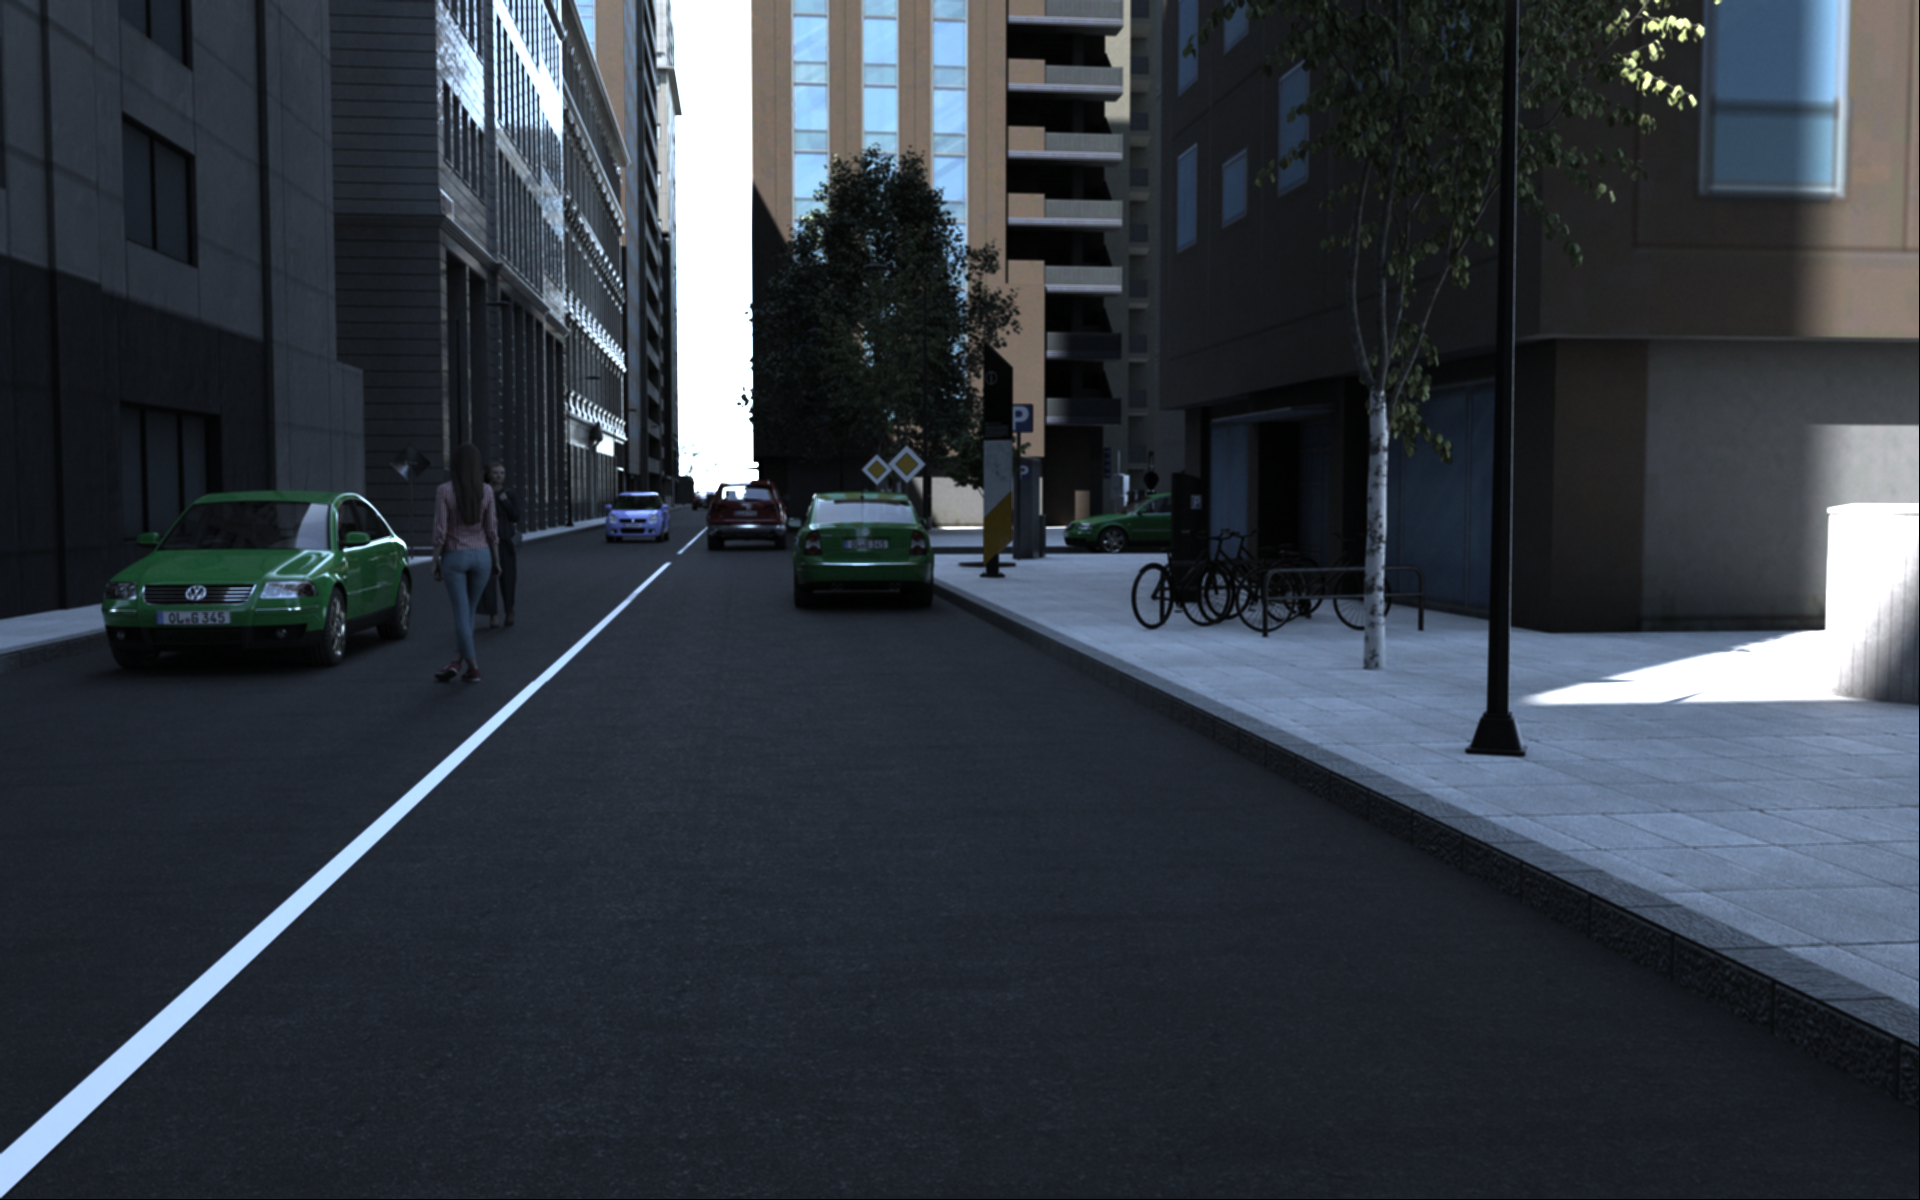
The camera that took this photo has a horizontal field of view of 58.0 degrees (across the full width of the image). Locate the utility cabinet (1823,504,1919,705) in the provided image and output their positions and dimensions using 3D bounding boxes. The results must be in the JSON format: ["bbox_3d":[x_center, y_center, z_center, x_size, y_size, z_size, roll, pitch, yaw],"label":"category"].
[{"bbox_3d":[5.879,0.031,10.654,0.306,1.237,1.020,-2,4,-32],"label":"utility cabinet"}]

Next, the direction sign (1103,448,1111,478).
[{"bbox_3d":[6.937,-5.679,84.847,0.876,3.537,0.379,0,4,2],"label":"direction sign"}]

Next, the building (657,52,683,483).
[{"bbox_3d":[-48.366,-37.990,210.373,28.713,52.752,27.495,0,4,-7],"label":"building"}]

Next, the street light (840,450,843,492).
[{"bbox_3d":[-4.986,-5.652,64.956,1.470,5.913,1.316,0,4,-7],"label":"street light"}]

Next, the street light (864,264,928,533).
[{"bbox_3d":[-1.245,-3.833,35.210,1.470,5.913,1.316,0,4,-7],"label":"street light"}]

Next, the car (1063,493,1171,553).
[{"bbox_3d":[4.825,-2.000,41.498,4.718,1.807,1.959,-1,4,-8],"label":"car"}]

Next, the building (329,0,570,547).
[{"bbox_3d":[-19.600,-16.965,54.878,11.434,29.767,29.804,0,4,-7],"label":"building"}]

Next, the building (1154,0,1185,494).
[{"bbox_3d":[17.755,-26.464,56.391,21.600,48.544,21.300,0,4,-7],"label":"building"}]

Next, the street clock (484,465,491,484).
[{"bbox_3d":[-11.830,-2.358,43.123,0.358,2.002,0.471,0,4,-3],"label":"street clock"}]

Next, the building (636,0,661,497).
[{"bbox_3d":[-35.565,-31.535,139.298,21.300,48.544,21.600,0,4,-7],"label":"building"}]

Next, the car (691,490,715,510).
[{"bbox_3d":[-23.119,-9.047,156.592,2.281,1.827,5.304,0,4,-6],"label":"car"}]

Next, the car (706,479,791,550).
[{"bbox_3d":[-5.644,-2.296,46.210,2.281,1.827,5.304,0,4,-5],"label":"car"}]

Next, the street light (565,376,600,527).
[{"bbox_3d":[-14.891,-5.860,68.350,1.470,5.913,1.316,0,4,-7],"label":"street light"}]

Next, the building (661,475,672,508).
[{"bbox_3d":[-43.653,-28.749,161.931,32.217,40.220,23.993,0,4,-7],"label":"building"}]

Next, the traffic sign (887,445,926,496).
[{"bbox_3d":[-1.084,-1.935,35.279,0.795,2.450,0.064,0,4,-7],"label":"traffic sign"}]

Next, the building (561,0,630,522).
[{"bbox_3d":[-27.172,-19.248,91.116,17.030,29.872,44.131,0,4,-7],"label":"building"}]

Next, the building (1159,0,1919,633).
[{"bbox_3d":[11.110,-22.747,22.024,14.600,45.320,14.200,0,4,-7],"label":"building"}]

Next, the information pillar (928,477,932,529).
[{"bbox_3d":[-1.177,-3.565,62.783,0.304,2.012,0.304,0,4,3],"label":"information pillar"}]

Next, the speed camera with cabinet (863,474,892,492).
[{"bbox_3d":[-3.047,-4.279,64.299,0.660,3.252,2.038,1,4,13],"label":"speed camera with cabinet"}]

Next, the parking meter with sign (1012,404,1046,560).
[{"bbox_3d":[1.345,-2.335,34.436,0.543,3.016,1.738,1,4,14],"label":"parking meter with sign"}]

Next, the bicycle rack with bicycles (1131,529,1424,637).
[{"bbox_3d":[2.967,-0.206,16.747,2.925,0.926,2.852,-2,4,-24],"label":"bicycle rack with bicycles"}]

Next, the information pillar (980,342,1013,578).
[{"bbox_3d":[0.571,-2.155,26.585,0.504,3.616,0.183,2,4,32],"label":"information pillar"}]

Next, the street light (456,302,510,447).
[{"bbox_3d":[-11.544,-4.240,41.863,1.470,5.913,1.316,0,4,-7],"label":"street light"}]

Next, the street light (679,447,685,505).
[{"bbox_3d":[-27.747,-12.104,170.440,1.470,5.913,1.316,0,4,-7],"label":"street light"}]

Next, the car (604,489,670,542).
[{"bbox_3d":[-9.780,-2.633,52.638,1.945,1.707,3.694,0,4,-5],"label":"car"}]

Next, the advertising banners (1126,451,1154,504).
[{"bbox_3d":[7.449,-4.587,71.192,0.090,3.025,2.074,-2,4,-28],"label":"advertising banners"}]

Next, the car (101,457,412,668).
[{"bbox_3d":[-6.220,-0.423,15.718,1.959,1.807,4.718,0,4,-7],"label":"car"}]

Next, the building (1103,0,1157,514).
[{"bbox_3d":[0.484,-27.494,104.157,22.147,44.769,28.867,0,4,-7],"label":"building"}]

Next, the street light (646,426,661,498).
[{"bbox_3d":[-21.190,-8.885,117.812,1.470,5.913,1.316,0,4,-7],"label":"street light"}]

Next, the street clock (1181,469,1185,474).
[{"bbox_3d":[6.523,-2.749,49.512,0.471,2.002,0.358,-1,4,-13],"label":"street clock"}]

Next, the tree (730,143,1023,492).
[{"bbox_3d":[-2.778,-8.543,56.685,9.611,12.733,9.660,0,3,0],"label":"tree"}]

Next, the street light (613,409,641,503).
[{"bbox_3d":[-18.324,-7.467,94.631,1.470,5.913,1.316,0,4,-7],"label":"street light"}]

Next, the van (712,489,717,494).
[{"bbox_3d":[-24.809,-10.193,173.672,2.013,2.044,4.112,0,4,-6],"label":"van"}]

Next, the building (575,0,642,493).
[{"bbox_3d":[-30.091,-28.862,121.997,14.600,45.320,14.200,0,4,-7],"label":"building"}]

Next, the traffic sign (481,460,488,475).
[{"bbox_3d":[-11.795,-2.347,42.014,0.795,2.450,0.064,0,4,-7],"label":"traffic sign"}]

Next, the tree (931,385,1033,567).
[{"bbox_3d":[0.474,-2.223,30.949,1.663,3.219,1.824,0,3,0],"label":"tree"}]

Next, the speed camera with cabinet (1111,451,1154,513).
[{"bbox_3d":[7.938,-5.204,79.426,2.038,3.252,0.660,3,4,36],"label":"speed camera with cabinet"}]

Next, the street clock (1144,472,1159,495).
[{"bbox_3d":[6.203,-3.160,56.232,0.471,2.002,0.358,1,4,12],"label":"street clock"}]

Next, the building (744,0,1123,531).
[{"bbox_3d":[-1.724,-25.772,71.478,14.600,45.320,14.200,0,4,-7],"label":"building"}]

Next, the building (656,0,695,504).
[{"bbox_3d":[-49.884,-49.963,255.152,20.563,71.187,20.611,0,4,-7],"label":"building"}]

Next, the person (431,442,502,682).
[{"bbox_3d":[-3.761,-0.289,13.237,0.388,1.821,0.555,3,5,45],"label":"person"}]

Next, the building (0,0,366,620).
[{"bbox_3d":[-20.693,-35.624,20.698,20.611,71.187,20.563,0,4,-7],"label":"building"}]

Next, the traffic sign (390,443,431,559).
[{"bbox_3d":[-10.806,-1.862,34.090,0.795,2.450,0.064,0,4,-7],"label":"traffic sign"}]

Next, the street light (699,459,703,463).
[{"bbox_3d":[-34.795,-15.554,226.852,1.470,5.913,1.316,0,4,-7],"label":"street light"}]

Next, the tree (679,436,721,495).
[{"bbox_3d":[-41.735,-20.684,272.598,8.767,10.594,7.601,0,4,-6],"label":"tree"}]

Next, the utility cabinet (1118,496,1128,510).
[{"bbox_3d":[7.135,-3.886,74.694,0.306,1.237,1.020,2,4,27],"label":"utility cabinet"}]

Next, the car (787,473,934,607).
[{"bbox_3d":[-1.367,-0.898,23.477,1.959,1.807,4.718,0,4,-5],"label":"car"}]

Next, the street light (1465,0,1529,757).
[{"bbox_3d":[2.140,-2.193,8.392,1.470,5.913,1.316,0,4,-7],"label":"street light"}]

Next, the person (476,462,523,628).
[{"bbox_3d":[-5.017,-0.598,18.692,0.576,1.772,0.534,-1,4,-21],"label":"person"}]

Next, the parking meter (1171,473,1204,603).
[{"bbox_3d":[2.697,-0.746,20.610,0.372,1.533,0.369,0,3,0],"label":"parking meter"}]

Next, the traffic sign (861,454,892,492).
[{"bbox_3d":[-2.073,-2.420,43.203,0.795,2.450,0.064,0,4,-7],"label":"traffic sign"}]

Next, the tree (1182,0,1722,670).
[{"bbox_3d":[3.280,-3.797,12.441,4.737,8.622,4.395,0,3,0],"label":"tree"}]

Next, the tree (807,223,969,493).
[{"bbox_3d":[-1.883,-5.868,46.312,4.737,8.622,4.395,0,3,0],"label":"tree"}]

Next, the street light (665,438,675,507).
[{"bbox_3d":[-24.415,-10.494,144.119,1.470,5.913,1.316,0,4,-7],"label":"street light"}]

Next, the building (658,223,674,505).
[{"bbox_3d":[-37.605,-25.103,182.142,14.160,30.474,14.107,0,4,-7],"label":"building"}]

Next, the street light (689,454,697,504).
[{"bbox_3d":[-31.465,-13.946,200.558,1.470,5.913,1.316,0,4,-7],"label":"street light"}]
